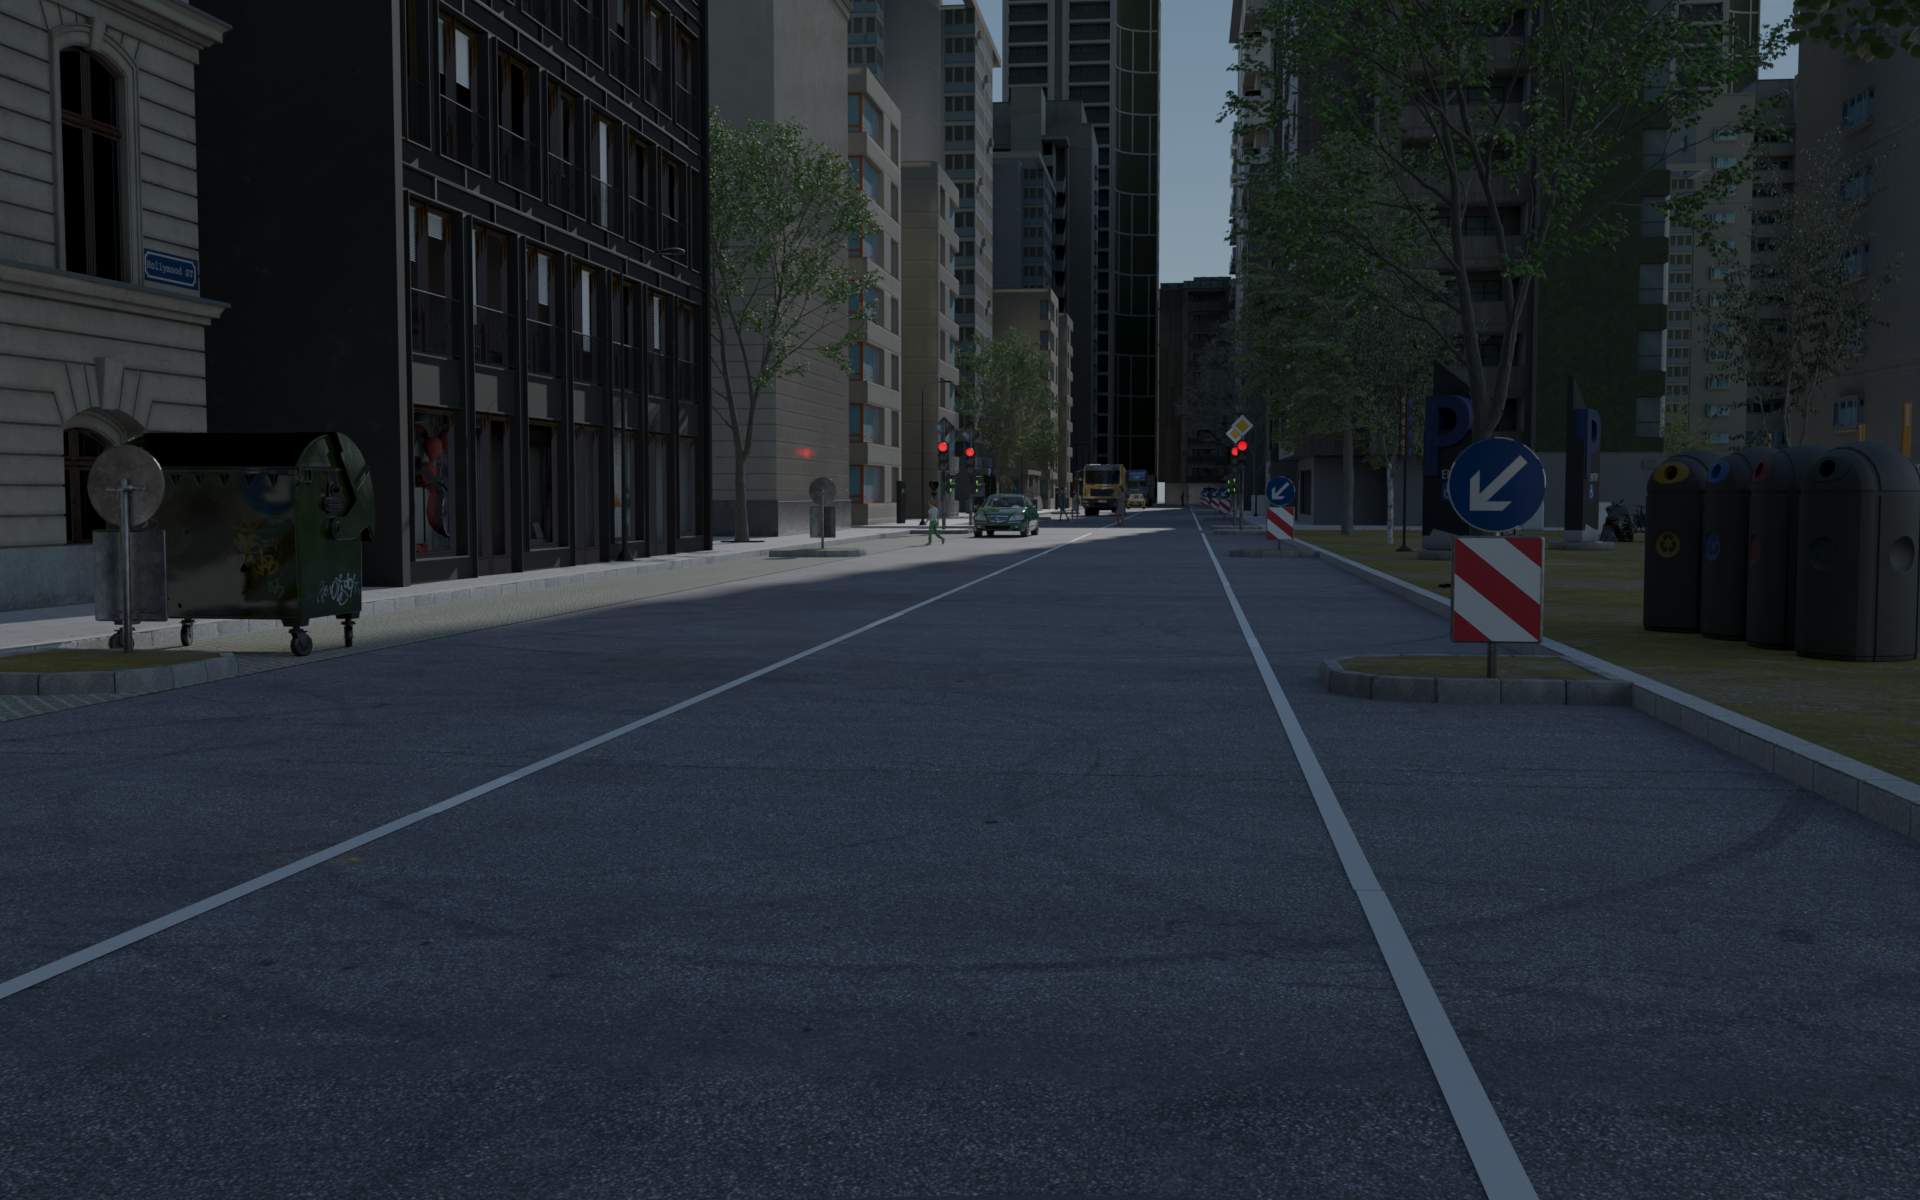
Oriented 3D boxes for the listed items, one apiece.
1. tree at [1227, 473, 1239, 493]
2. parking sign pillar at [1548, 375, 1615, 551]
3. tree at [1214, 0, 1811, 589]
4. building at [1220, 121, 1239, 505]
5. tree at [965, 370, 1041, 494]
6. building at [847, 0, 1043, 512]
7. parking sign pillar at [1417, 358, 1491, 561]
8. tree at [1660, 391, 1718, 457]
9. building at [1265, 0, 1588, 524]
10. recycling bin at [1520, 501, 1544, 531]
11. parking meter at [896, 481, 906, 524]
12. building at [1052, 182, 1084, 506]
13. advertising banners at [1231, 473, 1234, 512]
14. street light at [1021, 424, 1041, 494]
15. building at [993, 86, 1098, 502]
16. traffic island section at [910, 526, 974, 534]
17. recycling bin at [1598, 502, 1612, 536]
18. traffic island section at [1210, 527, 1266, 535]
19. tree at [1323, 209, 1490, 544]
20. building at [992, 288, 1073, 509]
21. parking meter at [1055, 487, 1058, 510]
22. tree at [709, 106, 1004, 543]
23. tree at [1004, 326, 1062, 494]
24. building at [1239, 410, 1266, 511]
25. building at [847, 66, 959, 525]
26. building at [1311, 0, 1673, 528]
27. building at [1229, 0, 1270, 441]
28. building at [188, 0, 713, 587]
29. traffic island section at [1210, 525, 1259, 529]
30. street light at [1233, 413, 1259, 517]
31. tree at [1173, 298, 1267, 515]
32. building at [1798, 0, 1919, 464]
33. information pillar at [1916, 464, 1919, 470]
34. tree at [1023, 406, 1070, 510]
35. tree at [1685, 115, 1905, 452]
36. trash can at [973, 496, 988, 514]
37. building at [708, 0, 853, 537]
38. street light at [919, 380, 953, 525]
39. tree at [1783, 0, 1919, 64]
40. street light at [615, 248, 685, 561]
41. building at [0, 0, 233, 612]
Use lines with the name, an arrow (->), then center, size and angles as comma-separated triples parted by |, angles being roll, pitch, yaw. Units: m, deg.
tree -> 22.991, -9.297, 146.609 | 1.663, 3.219, 1.824 | 0, 3, 0
parking sign pillar -> 14.359, -3.146, 39.914 | 1.447, 3.967, 1.447 | 3, 4, 35
tree -> 7.246, -5.976, 23.462 | 9.928, 11.665, 9.643 | 0, 3, 0
building -> 42.710, -35.603, 201.716 | 23.786, 49.044, 30.456 | 0, 4, 7
tree -> 2.466, -9.289, 102.236 | 4.360, 8.622, 3.978 | 0, 3, 0
building -> -10.458, -26.690, 128.257 | 32.217, 40.220, 23.993 | 0, 4, 7
parking sign pillar -> 9.713, -2.778, 33.899 | 1.447, 3.967, 1.447 | -2, 4, -35
tree -> 51.129, -10.544, 122.757 | 4.737, 8.622, 4.395 | 0, 3, 0
building -> 22.782, -19.375, 88.489 | 14.160, 30.474, 14.107 | 0, 4, 7
recycling bin -> 20.006, -2.936, 60.558 | 0.722, 1.027, 0.722 | 1, 4, 14
parking meter -> -2.565, -4.257, 75.319 | 0.255, 1.863, 0.399 | 2, 4, 35
building -> -2.802, -30.316, 187.549 | 32.217, 40.220, 23.993 | 0, 4, 7
advertising banners -> 19.800, -7.922, 125.710 | 0.090, 3.025, 2.074 | 0, 4, 1
street light -> 4.626, -8.676, 114.401 | 1.470, 5.913, 1.316 | 0, 4, 7
building -> 5.709, -35.931, 211.168 | 21.600, 48.544, 21.300 | 0, 4, 7
traffic island section -> -0.605, -2.478, 62.801 | 2.009, 0.180, 2.903 | 0, 4, 7
recycling bin -> 19.756, -2.527, 53.871 | 0.722, 1.027, 0.722 | -2, 4, -24
traffic island section -> 9.997, -2.394, 61.428 | 2.009, 0.180, 2.903 | 0, 4, 7
tree -> 11.092, -5.733, 44.093 | 4.360, 8.622, 3.978 | 0, 3, 0
building -> -4.237, -19.367, 161.689 | 27.650, 21.520, 28.899 | 0, 4, 7
parking meter -> 7.763, -8.167, 139.243 | 0.255, 1.863, 0.399 | 0, 4, 1
tree -> -5.740, -7.340, 45.762 | 9.928, 11.665, 9.643 | 0, 3, 0
tree -> 2.634, -11.187, 108.664 | 9.928, 11.665, 9.643 | 0, 3, 0
building -> 32.312, -49.668, 124.740 | 22.319, 86.520, 31.000 | 0, 4, 7
building -> -15.628, -14.760, 86.368 | 27.650, 21.520, 28.899 | 0, 4, 7
building -> 20.943, -18.436, 73.133 | 14.107, 30.474, 14.160 | 0, 4, 7
building -> 41.387, -35.662, 172.314 | 28.713, 52.752, 27.495 | 0, 4, 7
building -> -12.742, -12.357, 31.712 | 12.332, 23.373, 15.834 | 0, 4, 7
traffic island section -> 11.023, -2.879, 69.348 | 2.009, 0.180, 2.903 | 0, 4, 7
street light -> 16.349, -7.717, 98.710 | 1.470, 5.913, 1.316 | 0, 4, 7
tree -> 18.057, -11.910, 105.091 | 12.009, 13.543, 11.850 | 0, 3, 0
building -> 46.712, -27.313, 70.266 | 21.600, 48.544, 21.300 | 0, 4, 7
information pillar -> 23.393, -2.330, 42.585 | 0.304, 2.012, 0.304 | 3, 4, 36
tree -> 7.177, -11.739, 142.287 | 4.737, 8.622, 4.395 | 0, 3, 0
tree -> 16.696, -5.156, 34.671 | 4.360, 8.622, 3.978 | 0, 3, 0
trash can -> 1.195, -5.865, 107.542 | 0.748, 1.137, 0.748 | 0, 3, 0
building -> -16.707, -15.962, 58.245 | 25.104, 27.353, 12.463 | 0, 4, 7
street light -> -0.989, -6.001, 70.658 | 1.470, 5.913, 1.316 | 0, 4, 7
tree -> 5.123, -5.310, 4.950 | 7.486, 12.596, 7.792 | 0, 3, 0
street light -> -5.883, -3.692, 32.900 | 1.470, 5.913, 1.316 | 0, 4, 7
building -> -17.137, -11.437, 6.079 | 14.460, 24.649, 34.723 | 0, 4, 7
